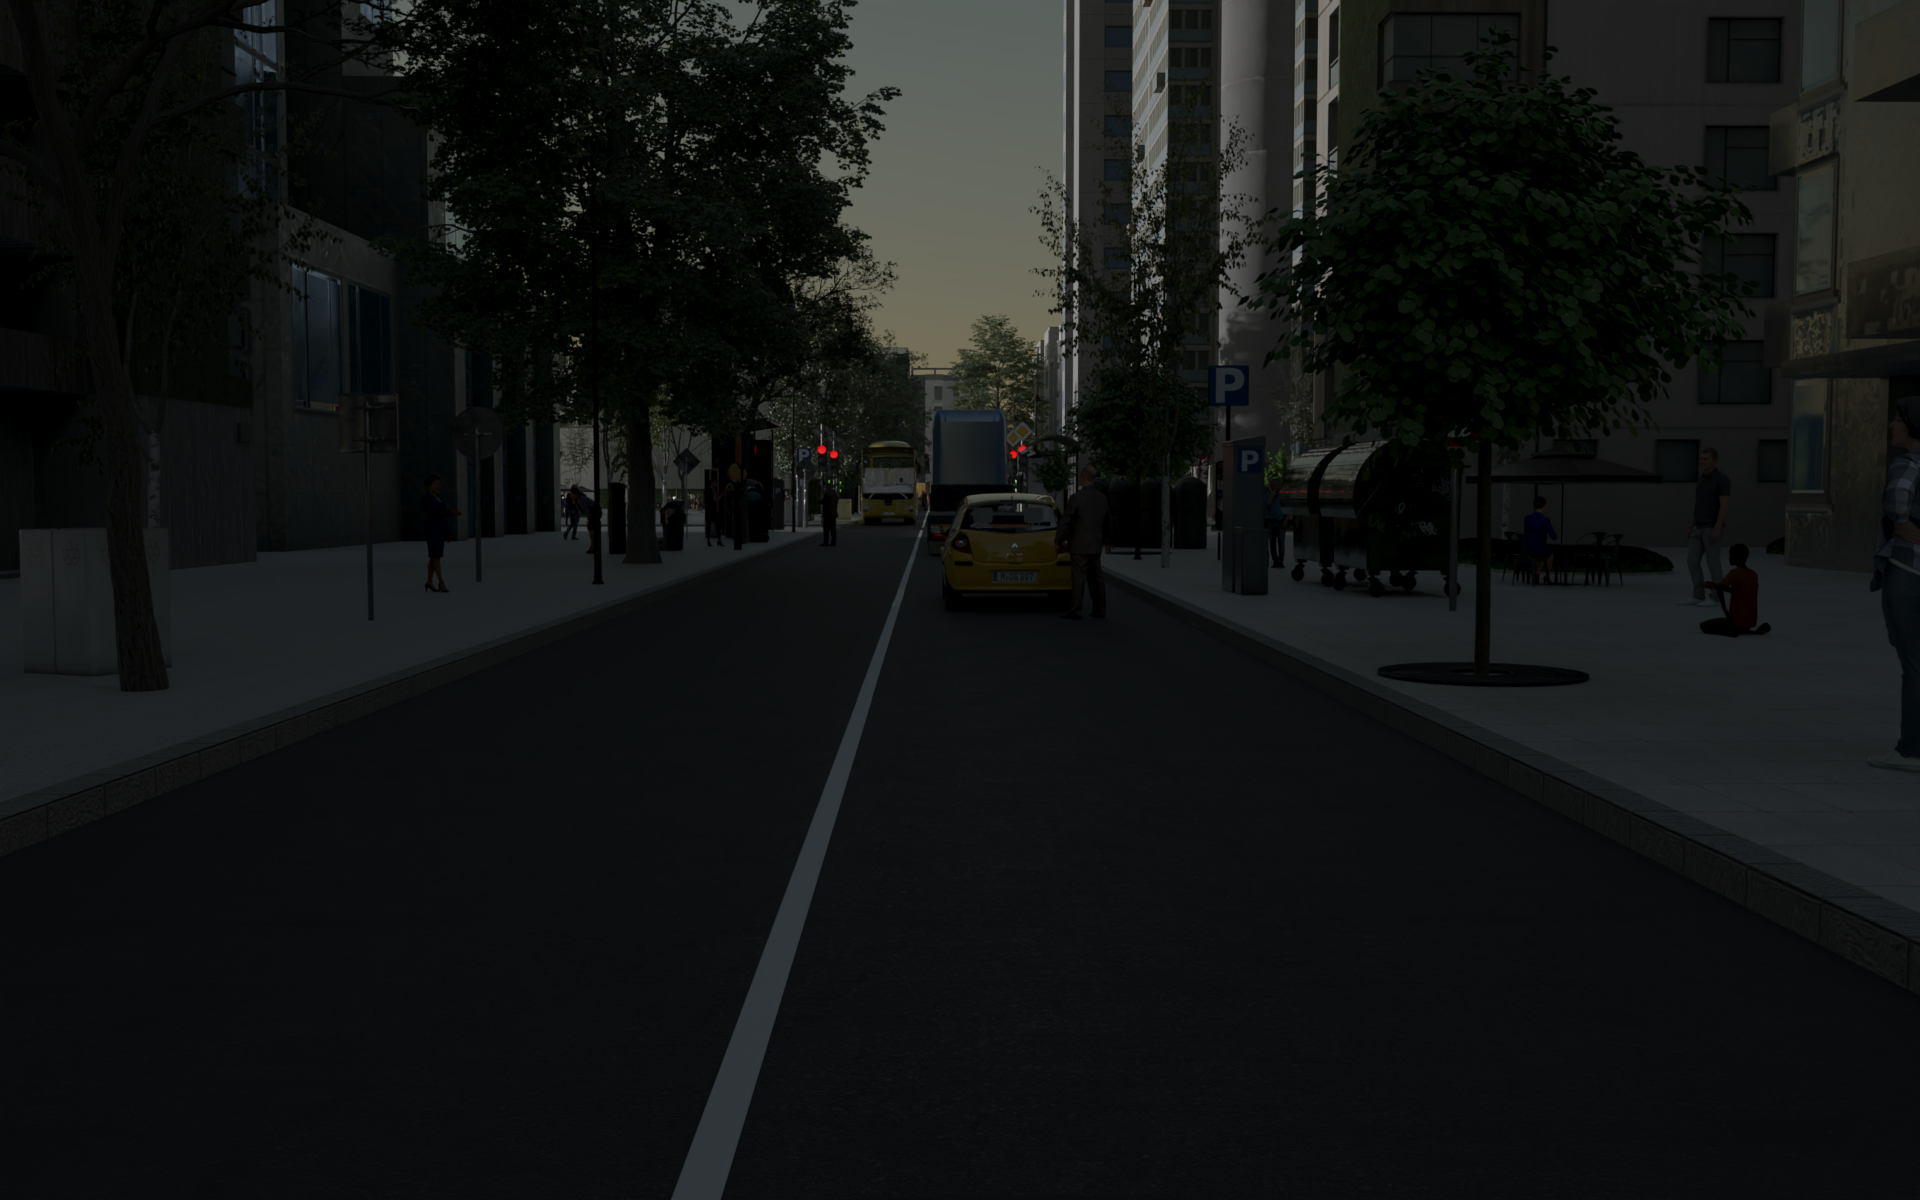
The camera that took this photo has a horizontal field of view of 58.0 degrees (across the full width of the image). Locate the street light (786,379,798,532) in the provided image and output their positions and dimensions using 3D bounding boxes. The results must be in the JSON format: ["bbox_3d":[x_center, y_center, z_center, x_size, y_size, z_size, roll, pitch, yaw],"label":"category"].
[{"bbox_3d":[-5.561,-5.197,57.751,0.468,5.910,1.993,0,4,-1],"label":"street light"}]

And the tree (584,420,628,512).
[{"bbox_3d":[-24.137,-10.625,124.074,4.360,8.622,3.978,0,3,0],"label":"tree"}]

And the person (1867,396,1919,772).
[{"bbox_3d":[4.492,-0.077,8.032,0.841,1.734,0.376,-1,4,-21],"label":"person"}]

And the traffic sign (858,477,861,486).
[{"bbox_3d":[-6.473,-7.038,115.179,0.768,2.556,0.104,0,4,2],"label":"traffic sign"}]

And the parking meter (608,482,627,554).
[{"bbox_3d":[-7.327,-1.751,37.036,0.372,1.533,0.369,0,3,0],"label":"parking meter"}]

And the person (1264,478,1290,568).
[{"bbox_3d":[5.498,-1.327,29.954,0.499,1.552,0.429,3,5,41],"label":"person"}]

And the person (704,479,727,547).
[{"bbox_3d":[-5.967,-2.124,42.245,0.593,1.643,0.415,0,4,2],"label":"person"}]

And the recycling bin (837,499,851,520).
[{"bbox_3d":[-5.825,-4.549,86.937,0.722,1.027,0.722,0,4,-3],"label":"recycling bin"}]

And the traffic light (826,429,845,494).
[{"bbox_3d":[-5.389,-5.242,74.632,0.839,4.253,0.868,0,4,-1],"label":"traffic light"}]

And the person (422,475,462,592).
[{"bbox_3d":[-6.730,-0.867,22.591,0.546,1.535,0.453,0,4,-5],"label":"person"}]

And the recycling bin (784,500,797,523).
[{"bbox_3d":[-7.727,-3.955,77.223,0.722,1.027,0.722,3,5,43],"label":"recycling bin"}]

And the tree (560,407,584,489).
[{"bbox_3d":[-30.616,-11.520,138.714,4.360,8.622,3.978,0,3,0],"label":"tree"}]

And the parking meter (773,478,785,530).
[{"bbox_3d":[-6.466,-3.443,62.001,0.399,1.863,0.255,1,4,9],"label":"parking meter"}]

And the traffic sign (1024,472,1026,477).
[{"bbox_3d":[2.882,-4.133,67.673,0.768,2.556,0.104,0,4,2],"label":"traffic sign"}]

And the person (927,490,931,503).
[{"bbox_3d":[-2.341,-7.996,139.359,0.598,1.807,0.434,-2,4,-32],"label":"person"}]

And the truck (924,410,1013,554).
[{"bbox_3d":[0.360,-3.644,49.344,2.967,4.110,18.799,0,4,-1],"label":"truck"}]

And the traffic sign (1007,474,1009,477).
[{"bbox_3d":[2.536,-6.207,101.595,0.768,2.556,0.104,0,4,2],"label":"traffic sign"}]

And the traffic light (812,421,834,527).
[{"bbox_3d":[-5.269,-4.754,66.648,0.839,4.253,0.868,0,4,-1],"label":"traffic light"}]

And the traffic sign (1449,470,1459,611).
[{"bbox_3d":[5.414,-1.152,18.949,0.768,2.556,0.104,0,4,7],"label":"traffic sign"}]

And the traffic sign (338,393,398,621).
[{"bbox_3d":[-5.973,-0.940,17.504,0.606,2.300,0.079,0,4,3],"label":"traffic sign"}]

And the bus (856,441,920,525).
[{"bbox_3d":[-3.318,-5.634,83.656,2.896,3.916,12.252,0,4,-1],"label":"bus"}]

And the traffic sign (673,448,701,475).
[{"bbox_3d":[-7.776,-3.025,49.191,0.795,2.593,0.064,0,4,2],"label":"traffic sign"}]

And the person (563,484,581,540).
[{"bbox_3d":[-10.788,-2.433,48.025,0.471,1.553,0.569,-1,4,-22],"label":"person"}]

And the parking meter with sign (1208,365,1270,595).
[{"bbox_3d":[3.694,-1.617,22.696,0.543,3.016,1.738,0,4,-4],"label":"parking meter with sign"}]

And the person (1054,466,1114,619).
[{"bbox_3d":[1.412,-0.670,20.011,0.990,1.755,0.434,-3,5,-40],"label":"person"}]

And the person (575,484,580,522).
[{"bbox_3d":[-17.689,-4.458,79.632,0.504,1.737,0.576,-1,4,-13],"label":"person"}]

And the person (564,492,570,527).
[{"bbox_3d":[-15.633,-3.567,69.362,0.613,1.512,0.480,2,4,32],"label":"person"}]

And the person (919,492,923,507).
[{"bbox_3d":[-4.250,-11.547,197.286,0.705,1.826,1.348,2,4,33],"label":"person"}]

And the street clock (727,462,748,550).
[{"bbox_3d":[-5.109,-2.154,39.794,0.471,2.002,0.358,0,4,-6],"label":"street clock"}]

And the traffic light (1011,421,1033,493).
[{"bbox_3d":[2.391,-4.762,66.779,0.839,4.253,0.868,0,4,-1],"label":"traffic light"}]

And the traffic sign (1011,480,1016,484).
[{"bbox_3d":[3.606,-7.353,120.320,0.768,2.556,0.104,0,4,6],"label":"traffic sign"}]

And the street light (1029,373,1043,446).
[{"bbox_3d":[2.898,-5.727,66.422,0.468,5.910,1.993,0,4,-1],"label":"street light"}]

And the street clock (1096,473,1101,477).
[{"bbox_3d":[3.418,-2.467,44.903,0.358,2.002,0.471,3,5,42],"label":"street clock"}]

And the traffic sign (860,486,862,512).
[{"bbox_3d":[-6.891,-7.434,121.658,0.768,2.556,0.104,0,4,6],"label":"traffic sign"}]

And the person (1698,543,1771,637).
[{"bbox_3d":[7.024,-0.093,15.858,0.859,0.850,0.655,-2,4,-30],"label":"person"}]

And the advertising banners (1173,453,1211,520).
[{"bbox_3d":[9.770,-4.797,74.612,2.074,3.025,0.090,1,4,15],"label":"advertising banners"}]

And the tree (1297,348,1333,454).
[{"bbox_3d":[16.262,-7.951,80.355,4.360,8.622,3.978,0,3,0],"label":"tree"}]

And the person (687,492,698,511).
[{"bbox_3d":[-19.843,-7.301,128.609,0.799,1.438,0.628,-3,4,-38],"label":"person"}]

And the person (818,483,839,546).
[{"bbox_3d":[-3.657,-2.367,47.885,0.600,1.739,0.565,0,4,8],"label":"person"}]

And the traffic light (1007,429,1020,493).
[{"bbox_3d":[2.271,-5.250,74.763,0.839,4.253,0.868,0,4,-1],"label":"traffic light"}]

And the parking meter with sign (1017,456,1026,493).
[{"bbox_3d":[3.059,-5.121,79.994,0.543,3.016,1.738,1,4,19],"label":"parking meter with sign"}]

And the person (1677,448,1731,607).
[{"bbox_3d":[8.496,-0.831,19.762,0.434,1.807,0.598,0,4,3],"label":"person"}]

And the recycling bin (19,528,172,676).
[{"bbox_3d":[-6.280,-0.003,12.600,0.722,1.027,0.722,1,4,22],"label":"recycling bin"}]

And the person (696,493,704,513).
[{"bbox_3d":[-17.960,-6.714,119.723,0.340,1.345,0.435,2,4,32],"label":"person"}]

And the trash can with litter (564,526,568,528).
[{"bbox_3d":[-16.135,-3.384,66.387,2.233,1.210,1.678,1,4,22],"label":"trash can with litter"}]

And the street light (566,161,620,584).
[{"bbox_3d":[-5.153,-3.162,24.480,0.468,5.910,1.993,0,4,-1],"label":"street light"}]

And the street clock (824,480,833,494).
[{"bbox_3d":[-5.681,-4.234,73.799,0.471,2.002,0.358,-2,4,-30],"label":"street clock"}]

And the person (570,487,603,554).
[{"bbox_3d":[-8.007,-1.704,37.138,0.697,1.427,0.421,-2,4,-28],"label":"person"}]

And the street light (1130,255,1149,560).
[{"bbox_3d":[3.476,-3.726,33.713,0.468,5.910,1.993,0,4,-1],"label":"street light"}]

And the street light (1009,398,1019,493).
[{"bbox_3d":[2.628,-6.783,83.696,0.468,5.910,1.993,0,4,-1],"label":"street light"}]

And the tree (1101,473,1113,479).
[{"bbox_3d":[7.273,-5.748,88.578,1.663,3.219,1.824,0,3,0],"label":"tree"}]

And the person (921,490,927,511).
[{"bbox_3d":[-3.101,-8.584,149.530,0.565,1.739,0.600,2,4,26],"label":"person"}]

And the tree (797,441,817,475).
[{"bbox_3d":[-10.881,-11.483,138.105,4.360,8.622,3.978,0,3,0],"label":"tree"}]

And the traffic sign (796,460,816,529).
[{"bbox_3d":[-5.720,-3.914,64.101,0.768,2.556,0.104,1,4,9],"label":"traffic sign"}]

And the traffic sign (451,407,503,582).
[{"bbox_3d":[-7.045,-1.540,25.281,0.768,2.556,0.104,0,4,2],"label":"traffic sign"}]

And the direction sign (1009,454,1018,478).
[{"bbox_3d":[3.015,-6.464,97.684,0.379,3.537,0.876,2,4,34],"label":"direction sign"}]

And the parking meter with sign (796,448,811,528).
[{"bbox_3d":[-6.071,-4.318,66.856,0.543,3.016,1.738,-1,4,-8],"label":"parking meter with sign"}]

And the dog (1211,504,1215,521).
[{"bbox_3d":[12.262,-4.170,82.552,0.513,0.831,0.800,3,5,44],"label":"dog"}]

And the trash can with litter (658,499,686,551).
[{"bbox_3d":[-6.672,-1.698,39.150,1.055,1.170,0.624,3,5,42],"label":"trash can with litter"}]
